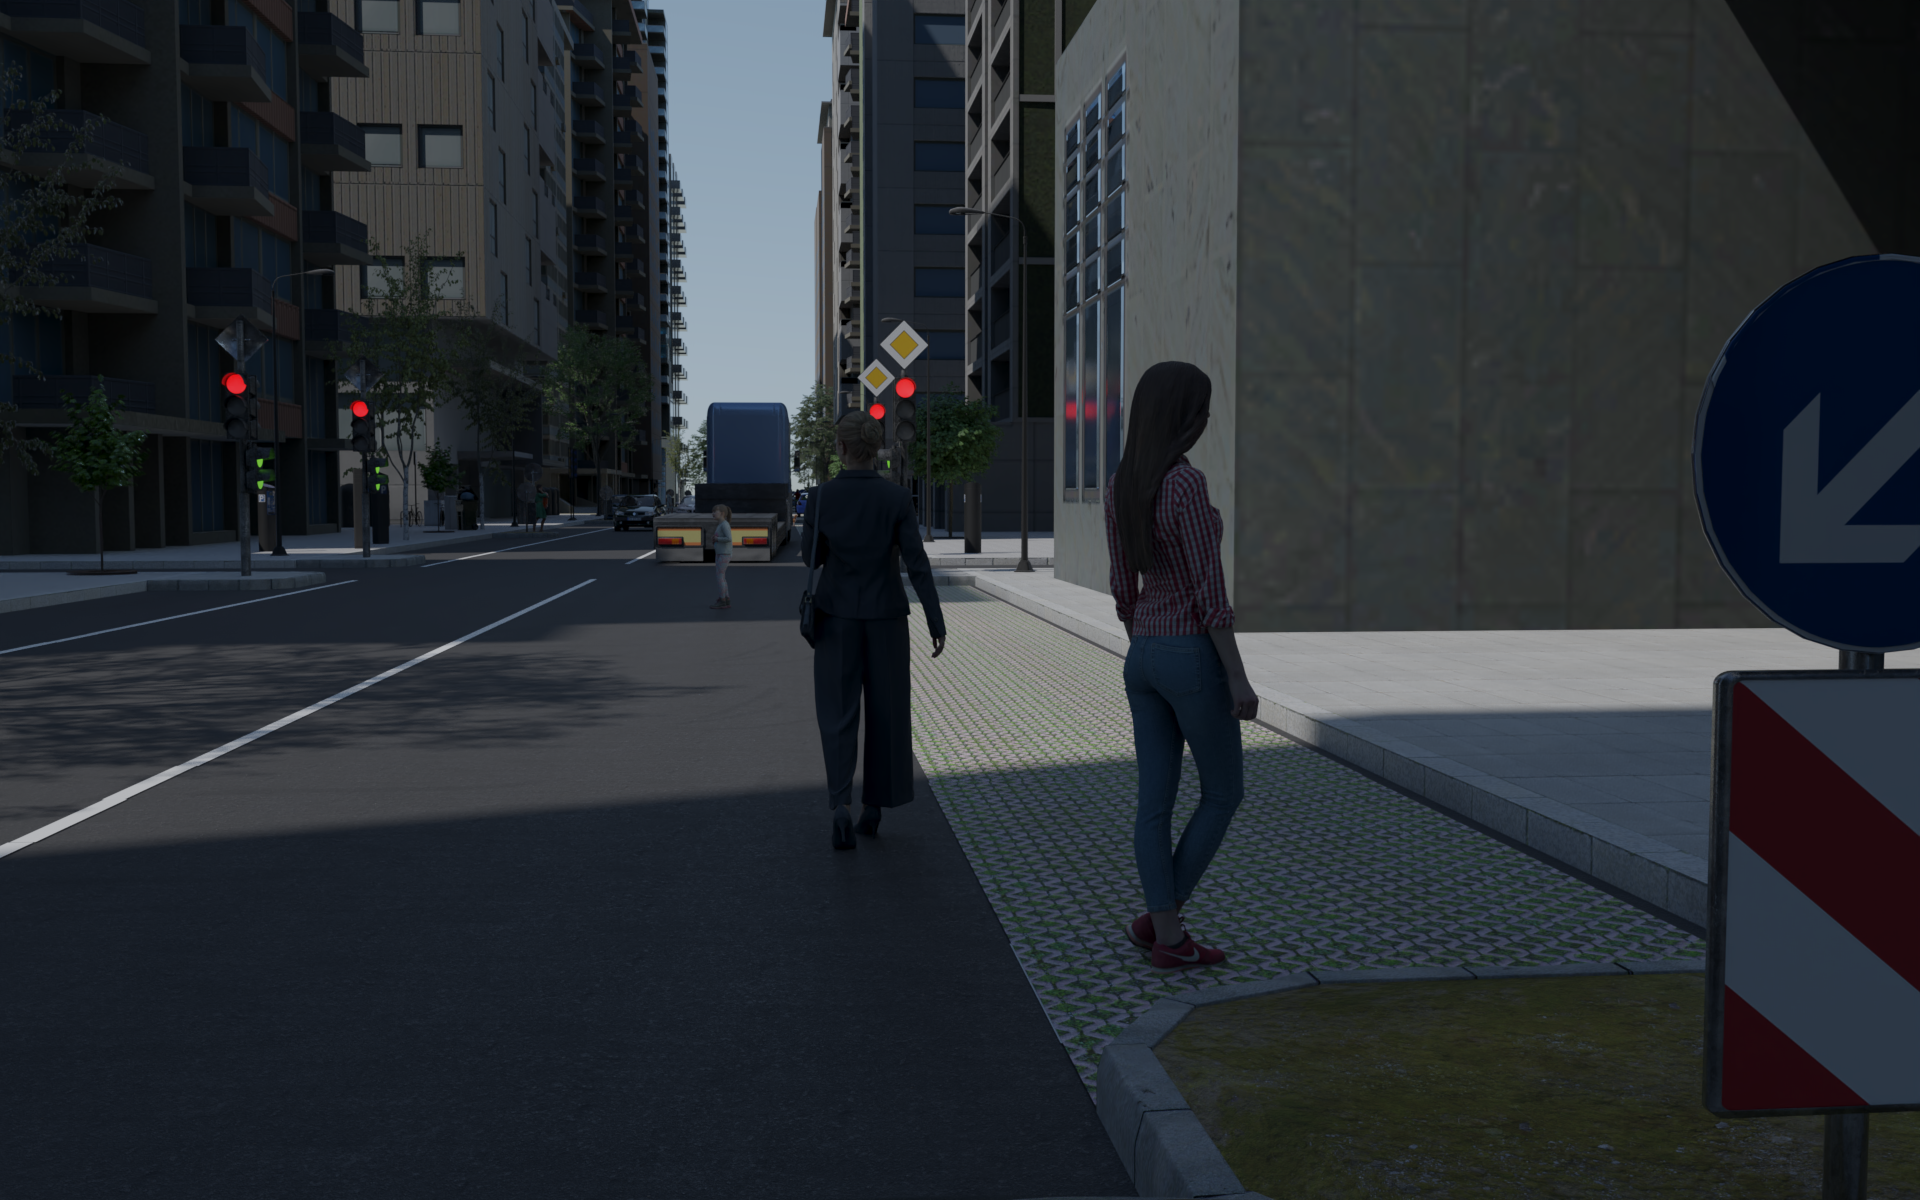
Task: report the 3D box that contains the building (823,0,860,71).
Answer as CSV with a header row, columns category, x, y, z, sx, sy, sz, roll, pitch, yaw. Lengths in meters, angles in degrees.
category,x,y,z,sx,sy,sz,roll,pitch,yaw
building,1.136,-35.699,172.921,28.713,52.752,27.495,0,4,-6

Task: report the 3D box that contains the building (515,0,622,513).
category,x,y,z,sx,sy,sz,roll,pitch,yaw
building,-40.495,-26.187,120.040,32.217,40.220,23.993,0,4,-6

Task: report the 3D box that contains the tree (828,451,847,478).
category,x,y,z,sx,sy,sz,roll,pitch,yaw
tree,-7.056,-7.987,114.298,4.285,4.588,4.351,0,3,0

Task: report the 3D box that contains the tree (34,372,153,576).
category,x,y,z,sx,sy,sz,roll,pitch,yaw
tree,-13.644,-2.017,27.580,1.663,3.219,1.824,0,3,0

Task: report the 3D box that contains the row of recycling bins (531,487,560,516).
category,x,y,z,sx,sy,sz,roll,pitch,yaw
row of recycling bins,-24.880,-5.933,104.118,1.069,1.692,3.534,0,4,5

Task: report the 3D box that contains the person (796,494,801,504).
category,x,y,z,sx,sy,sz,roll,pitch,yaw
person,-11.349,-6.814,123.162,0.557,1.426,1.065,1,4,18

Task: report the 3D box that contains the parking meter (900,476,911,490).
category,x,y,z,sx,sy,sz,roll,pitch,yaw
parking meter,-1.844,-3.170,57.546,0.255,1.863,0.399,3,4,39

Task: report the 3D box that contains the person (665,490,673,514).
category,x,y,z,sx,sy,sz,roll,pitch,yaw
person,-17.868,-5.935,106.548,0.522,1.701,0.512,0,4,7

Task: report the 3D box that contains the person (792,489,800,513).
category,x,y,z,sx,sy,sz,roll,pitch,yaw
person,-12.369,-7.558,132.030,1.348,1.831,0.705,1,4,14

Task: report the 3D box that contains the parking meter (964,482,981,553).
category,x,y,z,sx,sy,sz,roll,pitch,yaw
parking meter,0.279,-1.790,37.684,0.372,1.533,0.369,0,3,0

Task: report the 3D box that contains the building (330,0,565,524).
category,x,y,z,sx,sy,sz,roll,pitch,yaw
building,-34.461,-30.179,82.666,28.713,52.752,27.495,0,4,-6

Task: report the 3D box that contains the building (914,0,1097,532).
category,x,y,z,sx,sy,sz,roll,pitch,yaw
building,9.244,-38.155,62.081,20.563,71.187,20.611,0,4,-6

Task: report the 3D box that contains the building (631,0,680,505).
category,x,y,z,sx,sy,sz,roll,pitch,yaw
building,-44.746,-54.664,206.431,22.319,86.520,31.000,0,4,-6

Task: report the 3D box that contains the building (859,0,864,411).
category,x,y,z,sx,sy,sz,roll,pitch,yaw
building,-0.150,-26.870,122.920,14.154,41.232,14.086,0,4,-6

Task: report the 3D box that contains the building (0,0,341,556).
category,x,y,z,sx,sy,sz,roll,pitch,yaw
building,-29.336,-24.007,47.134,22.147,44.769,28.867,0,4,-6

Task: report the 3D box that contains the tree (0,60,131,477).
category,x,y,z,sx,sy,sz,roll,pitch,yaw
tree,-13.187,-4.380,21.978,4.360,8.622,3.978,0,3,0

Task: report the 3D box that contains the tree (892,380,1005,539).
category,x,y,z,sx,sy,sz,roll,pitch,yaw
tree,-0.348,-4.059,50.078,4.285,4.588,4.351,0,3,0

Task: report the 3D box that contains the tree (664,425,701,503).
category,x,y,z,sx,sy,sz,roll,pitch,yaw
tree,-29.912,-14.371,185.333,4.737,8.622,4.395,0,3,0

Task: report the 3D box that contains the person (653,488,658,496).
category,x,y,z,sx,sy,sz,roll,pitch,yaw
person,-18.419,-5.764,102.960,1.509,1.804,0.699,-3,5,-40

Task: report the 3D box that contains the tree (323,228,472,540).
category,x,y,z,sx,sy,sz,roll,pitch,yaw
tree,-15.557,-5.988,48.265,4.737,8.622,4.395,0,3,0

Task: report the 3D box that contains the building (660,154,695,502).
category,x,y,z,sx,sy,sz,roll,pitch,yaw
building,-49.091,-37.831,238.139,23.786,49.044,30.456,0,4,-6

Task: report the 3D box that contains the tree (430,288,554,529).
category,x,y,z,sx,sy,sz,roll,pitch,yaw
tree,-17.096,-6.865,62.603,4.360,8.622,3.978,0,3,0

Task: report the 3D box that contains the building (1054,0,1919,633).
category,x,y,z,sx,sy,sz,roll,pitch,yaw
building,14.140,-42.622,9.543,22.319,86.520,31.000,0,4,-6

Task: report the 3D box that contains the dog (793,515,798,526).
category,x,y,z,sx,sy,sz,roll,pitch,yaw
dog,-7.612,-3.591,77.998,0.540,0.507,0.406,-2,4,-29

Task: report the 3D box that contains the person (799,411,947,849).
category,x,y,z,sx,sy,sz,roll,pitch,yaw
person,-0.377,0.110,7.125,0.576,1.772,0.534,-1,4,-21

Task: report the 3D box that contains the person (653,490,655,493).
category,x,y,z,sx,sy,sz,roll,pitch,yaw
person,-22.060,-7.130,125.795,0.721,1.735,1.217,0,4,3

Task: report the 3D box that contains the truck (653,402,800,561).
category,x,y,z,sx,sy,sz,roll,pitch,yaw
truck,-5.789,-3.376,44.955,2.967,4.110,18.799,0,4,-4

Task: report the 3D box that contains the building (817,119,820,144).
category,x,y,z,sx,sy,sz,roll,pitch,yaw
building,-4.087,-39.122,228.877,28.713,52.752,27.495,0,4,-6

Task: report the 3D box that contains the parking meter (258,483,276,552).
category,x,y,z,sx,sy,sz,roll,pitch,yaw
parking meter,-15.452,-1.848,38.620,0.372,1.533,0.369,0,3,0

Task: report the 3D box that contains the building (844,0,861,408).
category,x,y,z,sx,sy,sz,roll,pitch,yaw
building,1.645,-29.989,144.937,22.147,44.769,28.867,0,4,-6

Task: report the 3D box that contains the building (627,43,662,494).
category,x,y,z,sx,sy,sz,roll,pitch,yaw
building,-36.782,-31.747,169.167,14.600,45.320,14.200,0,4,-6

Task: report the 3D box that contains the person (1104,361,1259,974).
category,x,y,z,sx,sy,sz,roll,pitch,yaw
person,0.669,0.204,5.168,0.388,1.821,0.555,-3,5,-41

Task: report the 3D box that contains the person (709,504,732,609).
category,x,y,z,sx,sy,sz,roll,pitch,yaw
person,-3.008,-0.549,21.761,0.394,1.301,0.425,-3,5,-41

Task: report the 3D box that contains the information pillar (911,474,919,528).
category,x,y,z,sx,sy,sz,roll,pitch,yaw
information pillar,-1.680,-3.700,64.984,0.304,2.012,0.304,0,4,-1

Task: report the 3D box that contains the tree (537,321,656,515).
category,x,y,z,sx,sy,sz,roll,pitch,yaw
tree,-22.121,-10.983,105.331,9.928,11.665,9.643,0,3,0

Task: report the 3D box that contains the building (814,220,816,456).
category,x,y,z,sx,sy,sz,roll,pitch,yaw
building,-13.443,-36.632,249.051,14.600,45.320,14.200,0,4,-6

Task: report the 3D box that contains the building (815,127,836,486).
category,x,y,z,sx,sy,sz,roll,pitch,yaw
building,-9.459,-34.085,207.404,14.600,45.320,14.200,0,4,-6

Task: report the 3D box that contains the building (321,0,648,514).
category,x,y,z,sx,sy,sz,roll,pitch,yaw
building,-38.500,-30.118,147.046,22.147,44.769,28.867,0,4,-6

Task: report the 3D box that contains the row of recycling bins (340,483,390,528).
category,x,y,z,sx,sy,sz,roll,pitch,yaw
row of recycling bins,-23.294,-3.703,67.662,1.069,1.692,3.534,0,4,4

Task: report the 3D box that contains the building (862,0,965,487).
category,x,y,z,sx,sy,sz,roll,pitch,yaw
building,5.018,-33.959,97.221,21.231,58.520,28.212,0,4,-6

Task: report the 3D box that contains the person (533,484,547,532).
category,x,y,z,sx,sy,sz,roll,pitch,yaw
person,-15.049,-3.251,61.900,0.529,1.795,0.600,-1,4,-21

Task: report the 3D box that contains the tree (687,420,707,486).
category,x,y,z,sx,sy,sz,roll,pitch,yaw
tree,-37.639,-21.046,262.229,7.486,12.596,7.792,0,3,0

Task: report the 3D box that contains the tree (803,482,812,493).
category,x,y,z,sx,sy,sz,roll,pitch,yaw
tree,-20.451,-14.618,233.606,1.663,3.219,1.824,0,3,0

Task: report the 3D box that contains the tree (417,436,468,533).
category,x,y,z,sx,sy,sz,roll,pitch,yaw
tree,-17.291,-3.866,57.817,1.663,3.219,1.824,0,3,0

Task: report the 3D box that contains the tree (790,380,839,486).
category,x,y,z,sx,sy,sz,roll,pitch,yaw
tree,-15.093,-17.645,195.150,9.857,13.997,8.962,0,3,0
